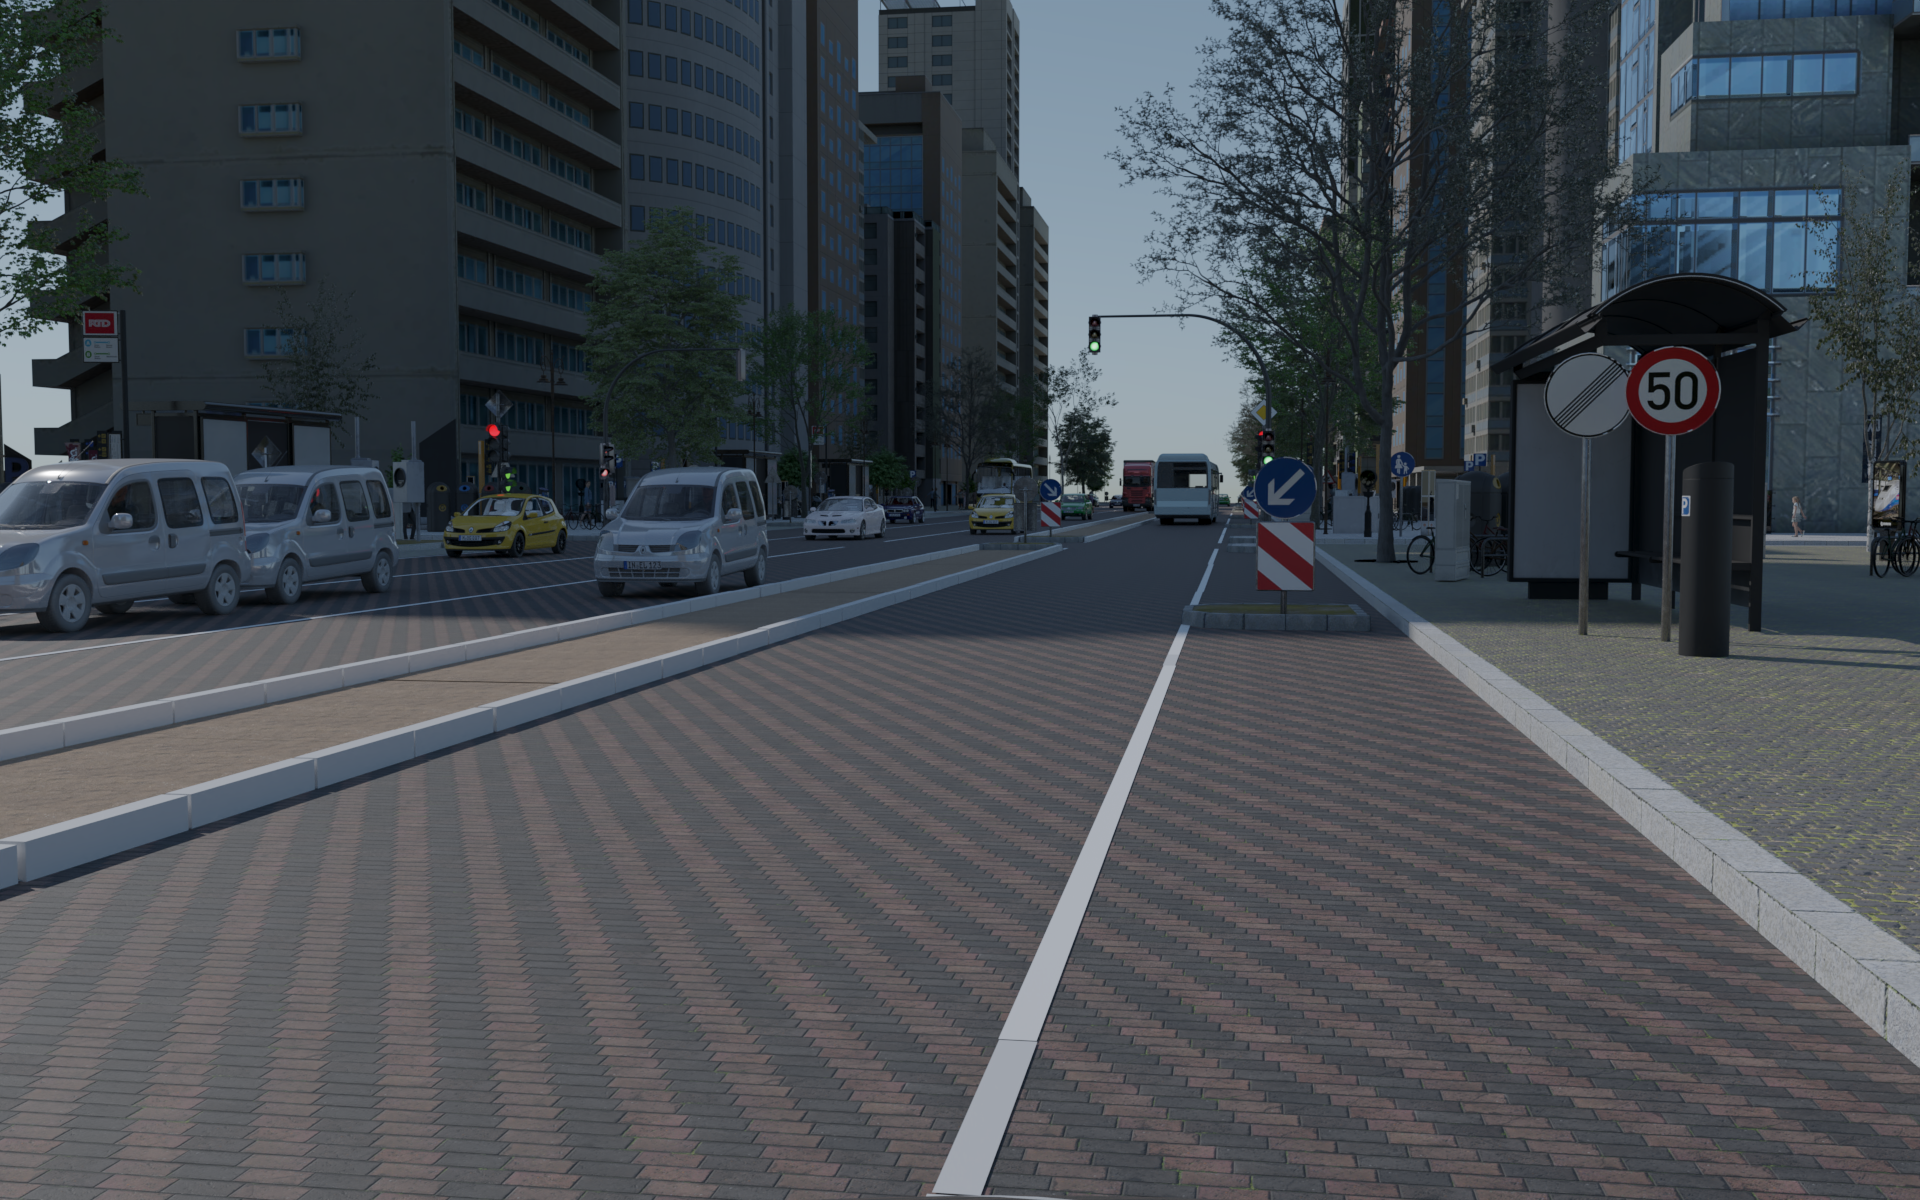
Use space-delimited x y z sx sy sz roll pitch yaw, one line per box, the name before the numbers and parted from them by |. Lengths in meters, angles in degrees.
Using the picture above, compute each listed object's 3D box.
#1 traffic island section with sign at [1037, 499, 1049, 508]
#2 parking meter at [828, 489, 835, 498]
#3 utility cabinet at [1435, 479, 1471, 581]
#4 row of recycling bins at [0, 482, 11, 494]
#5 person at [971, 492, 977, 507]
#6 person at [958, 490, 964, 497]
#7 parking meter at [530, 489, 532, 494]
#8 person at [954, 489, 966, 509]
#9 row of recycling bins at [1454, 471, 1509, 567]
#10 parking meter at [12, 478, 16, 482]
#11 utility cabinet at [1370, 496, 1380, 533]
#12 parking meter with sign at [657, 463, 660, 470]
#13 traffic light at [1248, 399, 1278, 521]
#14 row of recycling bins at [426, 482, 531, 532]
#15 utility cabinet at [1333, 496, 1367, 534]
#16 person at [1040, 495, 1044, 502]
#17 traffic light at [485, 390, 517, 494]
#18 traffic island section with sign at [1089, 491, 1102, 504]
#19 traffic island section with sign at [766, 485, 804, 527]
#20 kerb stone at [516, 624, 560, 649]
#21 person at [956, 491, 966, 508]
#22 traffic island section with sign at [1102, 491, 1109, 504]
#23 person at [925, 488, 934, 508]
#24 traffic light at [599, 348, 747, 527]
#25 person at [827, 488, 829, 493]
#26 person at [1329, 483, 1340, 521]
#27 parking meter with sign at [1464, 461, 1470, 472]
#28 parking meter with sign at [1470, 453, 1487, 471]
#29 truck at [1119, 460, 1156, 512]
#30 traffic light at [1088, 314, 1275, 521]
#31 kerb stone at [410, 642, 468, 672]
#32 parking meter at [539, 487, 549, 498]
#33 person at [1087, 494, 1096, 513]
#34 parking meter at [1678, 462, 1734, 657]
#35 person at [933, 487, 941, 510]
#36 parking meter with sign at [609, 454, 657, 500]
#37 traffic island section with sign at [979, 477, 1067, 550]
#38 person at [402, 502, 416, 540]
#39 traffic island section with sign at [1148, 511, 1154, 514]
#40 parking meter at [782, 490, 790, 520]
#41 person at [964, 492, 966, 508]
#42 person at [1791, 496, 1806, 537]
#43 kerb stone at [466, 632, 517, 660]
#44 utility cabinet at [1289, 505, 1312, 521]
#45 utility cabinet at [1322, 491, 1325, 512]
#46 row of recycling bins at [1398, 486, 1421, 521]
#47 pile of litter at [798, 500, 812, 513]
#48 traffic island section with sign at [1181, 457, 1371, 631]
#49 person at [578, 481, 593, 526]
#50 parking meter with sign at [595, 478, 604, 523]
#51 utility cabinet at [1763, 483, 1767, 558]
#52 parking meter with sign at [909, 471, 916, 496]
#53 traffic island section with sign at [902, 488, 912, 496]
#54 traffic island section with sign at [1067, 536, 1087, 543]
traffic island section with sign | 8.913 -10.430 179.156 1.989 1.847 2.006 1 4 9
parking meter | -6.888 -5.166 92.870 0.372 1.533 0.369 0 3 0
utility cabinet | 7.334 -1.042 25.720 0.318 1.500 1.173 2 4 26
row of recycling bins | -32.849 -3.267 60.532 3.534 1.692 1.069 1 4 14
person | 1.371 -9.689 165.018 0.990 1.755 0.434 -3 5 -41
person | 0.047 -12.101 204.605 0.721 1.743 1.217 3 5 40
parking meter | -16.306 -3.477 65.259 0.372 1.533 0.369 0 3 0
person | 0.006 -8.403 144.217 1.217 1.735 0.721 2 4 24
row of recycling bins | 10.424 -1.490 31.468 3.534 1.692 1.069 -1 4 -22
parking meter | -34.975 -3.591 64.431 0.399 1.863 0.255 -1 4 -13
utility cabinet | 13.722 -2.844 57.655 0.306 1.237 1.020 3 5 43
parking meter with sign | -16.887 -5.923 93.098 1.738 3.016 0.543 3 5 43
traffic light | 8.972 -3.818 51.340 0.839 4.253 0.868 1 4 9
row of recycling bins | -16.342 -3.165 58.855 3.534 1.692 1.069 0 4 -3
utility cabinet | 12.643 -2.760 56.281 1.020 1.237 0.306 1 4 12
person | 7.146 -8.671 151.197 0.530 1.710 0.541 1 4 16
traffic light | -12.405 -3.532 46.673 0.839 4.253 0.868 1 4 9
traffic island section with sign | 17.793 -13.795 234.182 1.989 1.847 2.006 1 4 9
traffic island section with sign | -7.608 -4.171 76.824 1.989 1.847 2.006 1 4 9
kerb stone | -4.044 0.359 16.328 0.120 0.150 1.000 1 4 9
person | 0.148 -9.185 156.932 1.217 1.736 0.721 0 4 5
traffic island section with sign | 22.119 -15.432 260.948 1.989 1.847 2.006 1 4 9
person | -2.562 -9.510 161.511 1.348 1.826 0.705 0 4 -6
traffic light | -9.053 -4.868 54.259 4.771 5.953 1.251 1 4 9
person | -9.842 -7.598 130.672 0.834 1.777 0.661 0 4 -5
person | 17.886 -4.681 82.752 0.661 1.801 0.590 3 4 36
parking meter with sign | 26.543 -5.821 91.431 0.543 3.016 1.738 0 4 -4
parking meter with sign | 22.535 -4.811 74.922 0.543 3.016 1.738 1 4 21
truck | 14.965 -9.516 144.496 2.839 4.237 11.283 1 4 8
traffic light | 5.620 -4.219 43.648 4.771 5.953 1.251 1 4 9
kerb stone | -4.364 0.486 14.307 0.120 0.150 1.000 1 4 9
parking meter | -15.624 -3.465 65.061 0.372 1.533 0.369 0 3 0
person | 9.774 -7.167 128.917 0.697 1.427 0.421 -2 4 -28
parking meter | 5.919 -0.326 13.740 0.372 1.533 0.369 0 3 0
person | -1.883 -7.968 136.402 0.705 1.814 1.350 -1 4 -23
parking meter with sign | -14.298 -4.857 75.670 1.738 3.016 0.543 -2 4 -27
traffic island section with sign | 1.613 -2.242 44.791 2.006 1.907 1.989 1 4 9
person | -16.529 -2.645 51.933 0.473 1.802 0.592 3 5 41
traffic island section with sign | 14.767 -7.226 126.286 2.006 1.907 1.989 1 4 9
parking meter | -8.611 -4.731 85.758 0.372 1.533 0.369 0 3 0
person | 0.618 -9.496 161.972 0.621 1.740 0.551 0 4 0
person | 24.898 -2.471 51.457 0.382 1.210 0.505 3 5 40
kerb stone | -4.200 0.423 15.316 0.120 0.150 1.000 1 4 9
utility cabinet | 14.322 -3.888 72.253 1.173 1.500 0.318 0 4 6
utility cabinet | 25.371 -6.992 123.005 0.318 1.500 1.173 -2 4 -34
row of recycling bins | 22.281 -4.787 85.376 1.069 1.692 3.534 0 4 4
pile of litter | -10.965 -6.426 119.038 1.719 0.858 1.176 0 4 3
traffic island section with sign | 3.472 -0.646 19.193 1.989 1.847 2.006 1 4 9
person | -14.916 -3.861 69.193 0.654 1.822 0.581 0 4 6
parking meter with sign | -15.760 -4.965 77.433 0.543 3.016 1.738 -3 5 -41
utility cabinet | 15.642 -1.593 34.721 0.318 1.500 1.173 -1 4 -12
parking meter with sign | -3.884 -8.046 127.812 0.543 3.016 1.738 2 4 28
traffic island section with sign | -3.224 -5.828 103.924 1.989 1.847 2.006 1 4 9
traffic island section with sign | 2.803 -2.689 52.103 2.006 1.907 1.989 1 4 9
